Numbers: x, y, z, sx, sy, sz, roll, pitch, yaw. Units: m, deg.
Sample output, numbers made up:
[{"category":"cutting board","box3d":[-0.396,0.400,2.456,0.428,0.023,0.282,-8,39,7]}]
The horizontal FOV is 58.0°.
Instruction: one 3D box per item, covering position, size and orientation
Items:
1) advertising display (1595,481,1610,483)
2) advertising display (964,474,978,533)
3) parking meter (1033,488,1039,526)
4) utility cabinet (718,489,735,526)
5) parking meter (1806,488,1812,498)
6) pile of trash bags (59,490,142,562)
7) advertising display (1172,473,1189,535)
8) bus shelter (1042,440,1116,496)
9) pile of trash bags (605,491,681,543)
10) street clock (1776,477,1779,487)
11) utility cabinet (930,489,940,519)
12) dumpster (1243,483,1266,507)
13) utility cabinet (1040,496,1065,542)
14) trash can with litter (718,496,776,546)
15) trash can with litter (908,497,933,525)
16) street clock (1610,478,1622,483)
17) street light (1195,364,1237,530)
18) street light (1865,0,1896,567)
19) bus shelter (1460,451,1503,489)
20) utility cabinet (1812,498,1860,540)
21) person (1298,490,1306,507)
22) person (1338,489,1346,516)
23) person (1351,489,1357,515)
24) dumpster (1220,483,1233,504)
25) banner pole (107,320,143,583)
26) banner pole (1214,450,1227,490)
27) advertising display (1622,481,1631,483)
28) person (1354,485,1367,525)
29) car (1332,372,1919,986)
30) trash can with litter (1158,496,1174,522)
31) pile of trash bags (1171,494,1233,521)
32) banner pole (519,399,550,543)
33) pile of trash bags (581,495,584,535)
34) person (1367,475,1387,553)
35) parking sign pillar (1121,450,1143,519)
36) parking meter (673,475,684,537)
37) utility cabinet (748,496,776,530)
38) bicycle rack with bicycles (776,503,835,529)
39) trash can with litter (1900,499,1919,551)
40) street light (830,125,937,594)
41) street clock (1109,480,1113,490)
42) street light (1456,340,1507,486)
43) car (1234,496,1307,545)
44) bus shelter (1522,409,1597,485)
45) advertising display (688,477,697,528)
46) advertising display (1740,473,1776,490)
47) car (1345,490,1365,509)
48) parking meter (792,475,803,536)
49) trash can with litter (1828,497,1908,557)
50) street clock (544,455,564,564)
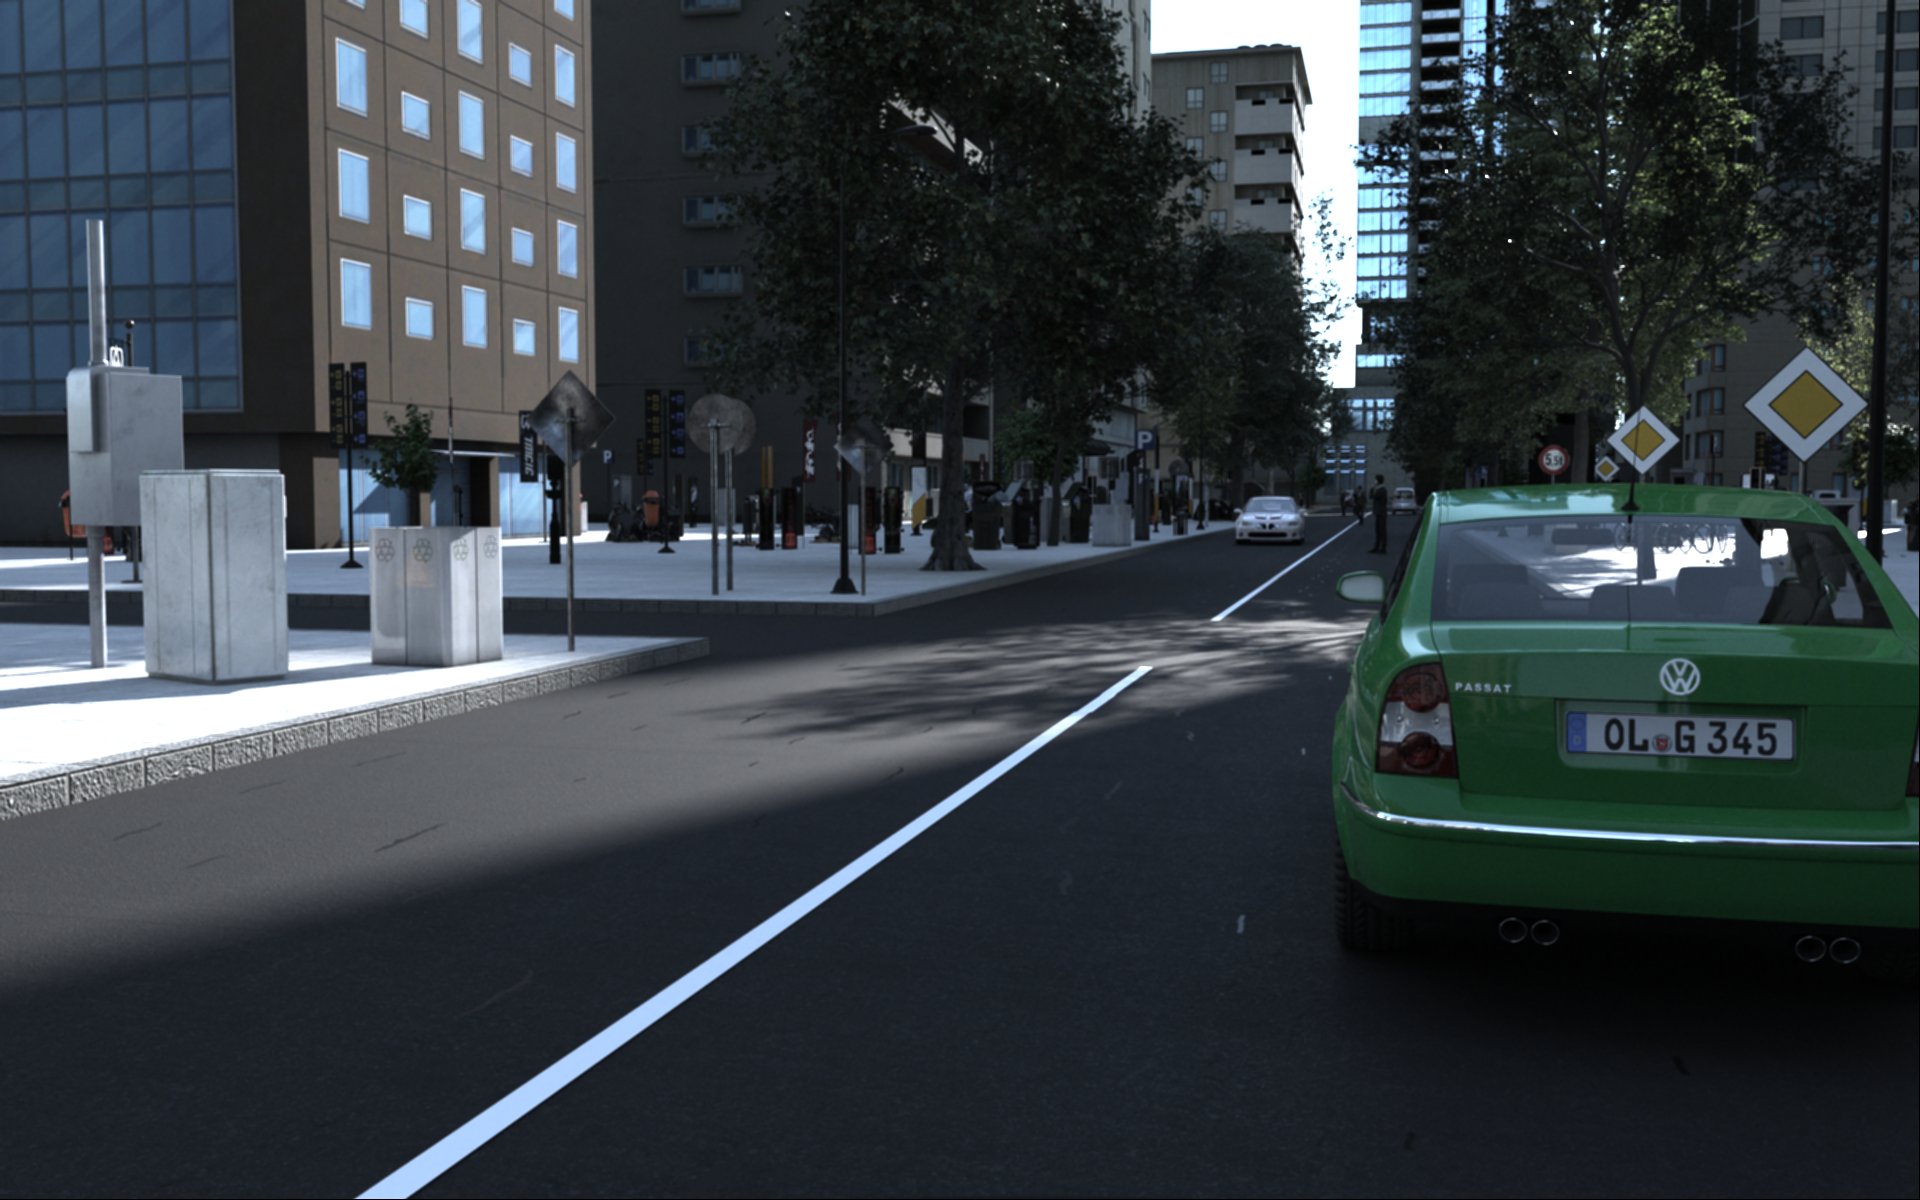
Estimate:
[{"category":"advertising display","box3d":[31.812,-4.950,86.139,0.974,1.923,0.123,0,4,1]},{"category":"advertising display","box3d":[0.108,-3.131,56.399,0.974,1.923,0.123,-1,4,-9]},{"category":"parking meter","box3d":[3.168,-3.808,70.669,0.372,1.533,0.369,0,3,0]},{"category":"utility cabinet","box3d":[-9.411,-3.729,69.654,0.318,1.500,1.173,1,4,15]},{"category":"parking meter","box3d":[36.952,-4.106,75.544,0.372,1.533,0.369,0,3,0]},{"category":"pile of trash bags","box3d":[-15.707,-1.453,33.501,3.447,1.369,1.912,0,4,3]},{"category":"advertising display","box3d":[6.925,-3.006,54.359,0.123,1.923,0.974,2,4,33]},{"category":"bus shelter","box3d":[4.060,-4.111,61.141,2.014,3.302,5.546,1,4,14]},{"category":"pile of trash bags","box3d":[-8.412,-2.239,46.363,1.912,1.369,3.447,-1,4,-17]},{"category":"street clock","box3d":[33.088,-4.041,70.635,0.358,2.002,0.471,-3,4,-36]},{"category":"utility cabinet","box3d":[-0.886,-4.398,80.586,0.318,1.500,1.173,3,5,41]},{"category":"dumpster","box3d":[14.924,-5.061,88.501,1.264,1.857,1.865,1,4,14]},{"category":"utility cabinet","box3d":[2.606,-2.187,46.916,0.306,1.237,1.020,3,5,44]},{"category":"trash can with litter","box3d":[-5.249,-1.966,43.207,1.678,1.210,2.233,-1,4,-17]},{"category":"trash can with litter","box3d":[-1.011,-3.756,72.461,2.233,1.210,1.678,0,4,4]},{"category":"street clock","box3d":[29.777,-4.529,78.616,0.471,2.002,0.358,3,4,38]},{"category":"street light","box3d":[9.212,-5.487,62.247,1.470,5.913,1.316,1,4,14]},{"category":"street light","box3d":[5.691,-2.400,11.788,1.470,5.913,1.316,1,4,14]},{"category":"bus shelter","box3d":[24.977,-5.431,82.715,2.014,3.302,5.546,1,4,14]},{"category":"utility cabinet","box3d":[14.227,-1.064,28.558,1.020,1.237,0.306,1,4,13]},{"category":"person","box3d":[34.362,-10.130,174.214,0.705,1.812,1.348,-2,4,-28]},{"category":"person","box3d":[24.868,-6.354,112.830,0.568,1.767,0.683,-1,4,-19]},{"category":"person","box3d":[27.369,-6.758,119.507,1.217,1.766,0.721,-3,5,-41]},{"category":"dumpster","box3d":[14.795,-5.399,94.027,1.264,1.857,1.865,1,4,14]},{"category":"banner pole","box3d":[-11.925,-2.123,24.731,0.401,3.779,0.863,0,4,0]},{"category":"banner pole","box3d":[14.435,-6.451,95.490,0.863,3.779,0.401,1,4,15]},{"category":"advertising display","box3d":[33.857,-5.082,88.297,0.974,1.923,0.123,0,4,1]},{"category":"person","box3d":[18.763,-4.450,81.164,0.656,1.842,0.836,1,4,21]},{"category":"car","box3d":[2.395,0.137,6.561,1.959,1.807,4.718,1,4,15]},{"category":"trash can with litter","box3d":[9.748,-4.231,80.226,1.678,1.210,2.233,2,4,33]},{"category":"pile of trash bags","box3d":[11.860,-4.540,83.986,3.447,1.369,1.912,-1,4,-9]},{"category":"banner pole","box3d":[-11.223,-3.411,45.779,0.863,3.779,0.401,-1,4,-9]},{"category":"pile of trash bags","box3d":[-13.233,-2.757,54.833,3.447,1.369,1.912,2,4,33]},{"category":"person","box3d":[10.100,-2.081,41.887,0.474,1.900,0.648,1,4,12]},{"category":"parking sign pillar","box3d":[9.069,-6.242,90.534,1.447,3.967,1.447,1,4,13]},{"category":"parking meter","box3d":[-8.450,-2.830,51.987,0.255,1.863,0.399,-1,4,-16]},{"category":"utility cabinet","box3d":[-7.091,-3.102,61.881,1.020,1.237,0.306,2,4,26]},{"category":"bicycle rack with bicycles","box3d":[-6.385,-3.429,69.440,2.925,0.926,2.852,0,4,-4]},{"category":"trash can with litter","box3d":[21.748,-1.680,38.863,1.055,1.170,0.624,0,4,4]},{"category":"street light","box3d":[-0.971,-3.029,22.071,1.470,5.913,1.316,1,4,14]},{"category":"street clock","box3d":[7.669,-5.120,88.274,0.358,2.002,0.471,2,4,26]},{"category":"street light","box3d":[15.758,-4.853,51.892,1.470,5.913,1.316,1,4,14]},{"category":"car","box3d":[9.054,-2.326,50.395,2.083,1.381,4.827,1,4,13]},{"category":"bus shelter","box3d":[16.896,-3.542,49.190,1.731,3.624,6.357,1,4,14]},{"category":"advertising display","box3d":[-10.201,-3.724,66.102,0.123,1.923,0.974,0,4,5]},{"category":"advertising display","box3d":[24.042,-2.875,52.217,0.974,1.923,0.123,1,4,11]},{"category":"car","box3d":[37.327,-9.510,164.162,2.281,1.827,5.304,1,4,12]},{"category":"parking meter","box3d":[-5.002,-2.909,53.273,0.399,1.863,0.255,0,4,1]},{"category":"trash can with litter","box3d":[18.335,-1.514,35.806,1.678,1.210,2.233,-3,5,-42]},{"category":"street clock","box3d":[-7.454,-1.668,31.840,0.358,2.002,0.471,-1,4,-9]}]
